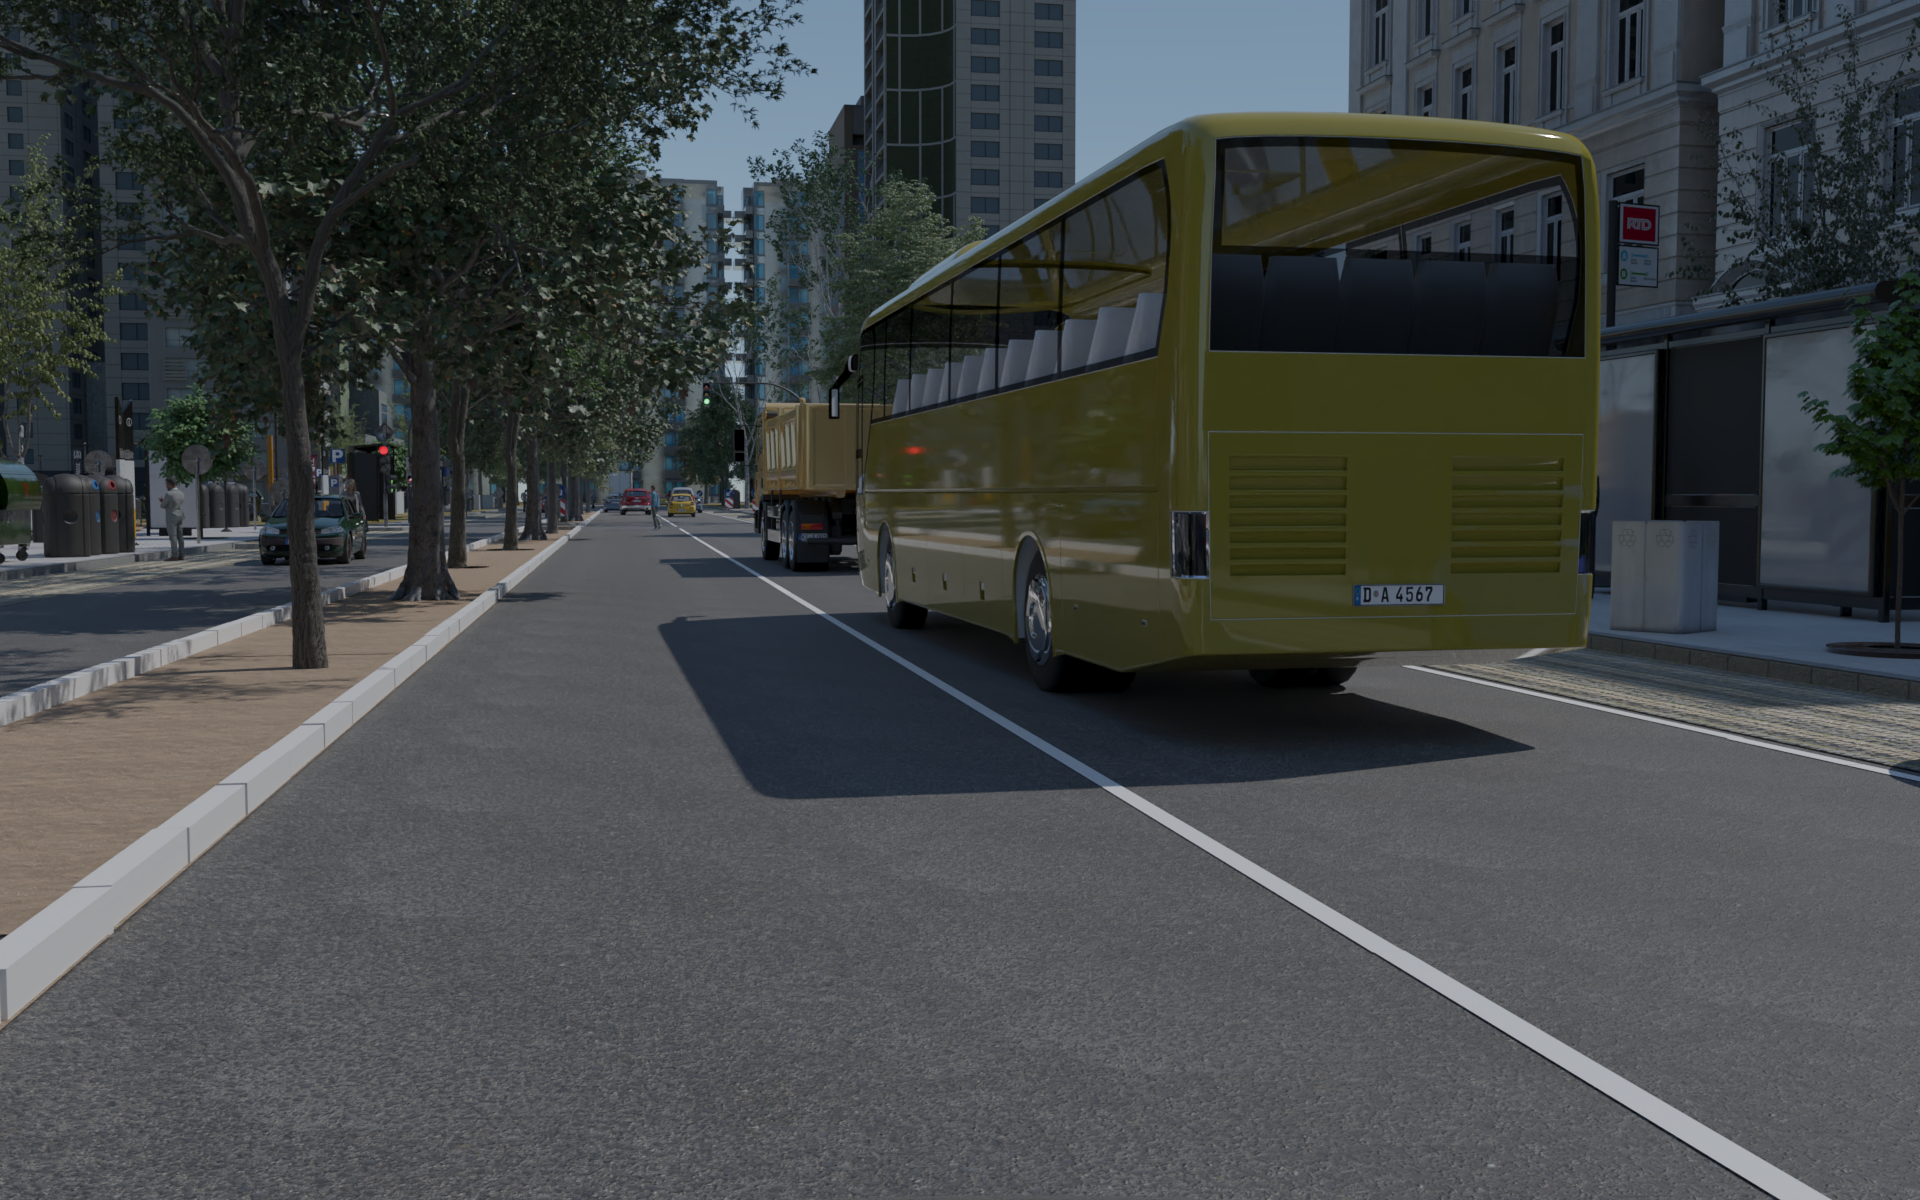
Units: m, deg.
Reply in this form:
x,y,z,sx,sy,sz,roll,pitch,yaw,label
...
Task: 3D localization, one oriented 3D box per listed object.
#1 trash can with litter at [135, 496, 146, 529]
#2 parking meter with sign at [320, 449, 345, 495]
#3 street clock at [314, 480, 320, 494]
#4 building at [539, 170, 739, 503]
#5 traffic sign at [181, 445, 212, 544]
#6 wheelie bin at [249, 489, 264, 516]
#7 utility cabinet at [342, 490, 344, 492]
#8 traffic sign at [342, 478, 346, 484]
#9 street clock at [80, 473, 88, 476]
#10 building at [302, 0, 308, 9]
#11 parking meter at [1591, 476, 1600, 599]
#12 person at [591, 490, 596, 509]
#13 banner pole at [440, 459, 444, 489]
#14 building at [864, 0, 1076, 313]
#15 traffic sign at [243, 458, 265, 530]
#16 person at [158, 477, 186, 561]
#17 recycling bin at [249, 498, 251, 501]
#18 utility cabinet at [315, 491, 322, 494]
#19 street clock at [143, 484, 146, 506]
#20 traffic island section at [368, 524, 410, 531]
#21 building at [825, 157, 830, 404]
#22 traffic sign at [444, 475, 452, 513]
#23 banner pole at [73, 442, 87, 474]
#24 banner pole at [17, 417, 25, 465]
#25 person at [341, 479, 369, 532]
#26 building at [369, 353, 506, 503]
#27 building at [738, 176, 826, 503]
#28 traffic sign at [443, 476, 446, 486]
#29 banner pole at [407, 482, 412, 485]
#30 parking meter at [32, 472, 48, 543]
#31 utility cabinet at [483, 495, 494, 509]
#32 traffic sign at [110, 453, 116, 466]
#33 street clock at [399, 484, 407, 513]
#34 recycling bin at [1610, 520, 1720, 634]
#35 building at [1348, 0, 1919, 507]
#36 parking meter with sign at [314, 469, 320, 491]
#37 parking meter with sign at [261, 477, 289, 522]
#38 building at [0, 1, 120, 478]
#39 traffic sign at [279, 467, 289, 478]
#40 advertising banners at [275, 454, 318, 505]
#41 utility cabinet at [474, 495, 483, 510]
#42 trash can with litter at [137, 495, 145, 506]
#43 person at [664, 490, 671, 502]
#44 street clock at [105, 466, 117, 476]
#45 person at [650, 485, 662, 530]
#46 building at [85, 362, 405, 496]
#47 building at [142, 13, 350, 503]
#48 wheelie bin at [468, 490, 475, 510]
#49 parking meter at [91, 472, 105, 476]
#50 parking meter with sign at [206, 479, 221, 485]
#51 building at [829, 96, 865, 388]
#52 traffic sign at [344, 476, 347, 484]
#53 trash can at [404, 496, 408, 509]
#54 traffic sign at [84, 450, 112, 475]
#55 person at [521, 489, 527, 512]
x,y,z,sx,sy,sz,roll,pitch,yaw,label
-30.636,-3.202,63.406,1.678,1.210,2.233,2,4,28,trash can with litter
-23.852,-4.270,66.069,0.543,3.016,1.738,-1,4,-11,parking meter with sign
-34.289,-5.366,92.309,0.358,2.002,0.471,-1,4,-13,street clock
-49.491,-39.037,257.856,30.456,49.044,23.786,-1,4,-11,building
-19.729,-2.734,44.813,0.768,2.556,0.104,0,4,-8,traffic sign
-41.081,-5.702,101.134,0.693,1.594,0.980,-1,4,-13,wheelie bin
-28.227,-4.271,78.513,0.318,1.500,1.173,0,4,-2,utility cabinet
-34.930,-5.884,97.385,0.795,2.450,0.064,0,4,-5,traffic sign
-30.111,-3.361,59.521,0.471,2.002,0.358,-2,4,-28,street clock
-69.494,-44.616,167.722,20.563,71.187,20.611,-1,4,-11,building
7.586,-0.947,21.196,0.399,1.863,0.255,3,4,37,parking meter
-34.973,-9.564,164.850,0.705,1.826,1.348,1,4,17,person
-35.946,-7.873,118.743,0.401,3.779,0.863,-3,5,-41,banner pole
-0.566,-45.318,179.203,20.563,71.187,20.611,-1,4,-11,building
-25.260,-3.786,61.999,0.768,2.556,0.104,0,4,-4,traffic sign
-16.842,-1.731,36.983,0.466,1.800,0.511,0,4,-1,person
-47.723,-6.408,117.332,0.722,1.027,0.722,-2,4,-29,recycling bin
-42.791,-6.551,115.779,1.173,1.500,0.318,0,4,0,utility cabinet
-59.051,-7.405,125.644,0.358,2.002,0.471,-2,4,-23,street clock
-22.503,-2.787,67.851,2.009,0.180,2.903,-1,4,-11,traffic island section
-9.497,-32.232,210.586,14.154,41.232,14.086,-1,4,-11,building
-33.663,-6.993,114.448,0.768,2.556,0.104,0,4,-6,traffic sign
-42.661,-5.754,84.101,0.863,3.779,0.401,0,4,7,banner pole
-28.201,-3.796,52.076,0.401,3.779,0.863,-1,4,-16,banner pole
-14.595,-2.019,41.701,0.709,1.800,0.728,-2,4,-35,person
-79.770,-38.670,251.863,30.456,49.044,23.786,-1,4,-11,building
-19.182,-39.400,263.805,30.456,49.044,23.786,-1,4,-11,building
-36.490,-7.456,122.003,0.768,2.556,0.104,0,4,-1,traffic sign
-37.963,-7.939,119.819,0.863,3.779,0.401,2,4,30,banner pole
-24.256,-2.446,45.696,0.399,1.863,0.255,-3,5,-43,parking meter
-40.188,-8.339,147.511,1.020,1.237,0.306,2,4,28,utility cabinet
-26.153,-3.287,53.849,0.768,2.556,0.104,0,4,-1,traffic sign
-37.185,-6.798,115.718,0.358,2.002,0.471,3,5,44,street clock
6.624,-0.228,16.287,0.722,1.027,0.722,-3,5,-40,recycling bin
21.197,-16.232,51.305,13.634,28.700,20.117,-1,4,-11,building
-44.688,-7.548,119.669,1.738,3.016,0.543,3,5,41,parking meter with sign
-31.031,-5.067,79.108,1.738,3.016,0.543,0,4,-4,parking meter with sign
-105.204,-45.849,187.877,20.611,71.187,20.563,-1,4,-11,building
-30.954,-4.874,79.794,0.768,2.556,0.104,-1,4,-9,traffic sign
-29.105,-4.877,75.920,0.090,3.025,2.074,3,5,42,advertising banners
-39.179,-7.848,139.479,1.020,1.237,0.306,0,4,8,utility cabinet
-64.556,-7.633,136.183,0.624,1.170,1.055,2,4,26,trash can with litter
-31.277,-10.887,186.438,1.348,1.831,0.705,-3,5,-42,person
-21.967,-2.472,44.985,0.358,2.002,0.471,0,4,1,street clock
-12.057,-3.654,68.592,0.444,1.785,0.601,1,4,22,person
-79.649,-53.745,191.408,31.000,86.520,22.319,-1,4,-11,building
-62.096,-28.622,151.564,14.154,41.232,14.086,-1,4,-11,building
-38.854,-7.902,137.101,0.980,1.594,0.693,0,4,-1,wheelie bin
-22.861,-2.465,46.018,0.399,1.863,0.255,3,4,37,parking meter
-33.768,-5.018,78.301,0.543,3.016,1.738,0,4,0,parking meter with sign
-7.089,-33.421,196.548,14.600,45.320,14.200,-1,4,-11,building
-35.319,-6.050,100.100,0.795,2.450,0.064,0,4,-4,traffic sign
-46.762,-8.199,145.703,0.748,1.137,0.748,0,3,0,trash can
-25.002,-3.068,50.261,0.768,2.556,0.104,-1,4,-10,traffic sign
-34.137,-7.779,135.867,0.592,1.802,0.473,3,4,38,person
